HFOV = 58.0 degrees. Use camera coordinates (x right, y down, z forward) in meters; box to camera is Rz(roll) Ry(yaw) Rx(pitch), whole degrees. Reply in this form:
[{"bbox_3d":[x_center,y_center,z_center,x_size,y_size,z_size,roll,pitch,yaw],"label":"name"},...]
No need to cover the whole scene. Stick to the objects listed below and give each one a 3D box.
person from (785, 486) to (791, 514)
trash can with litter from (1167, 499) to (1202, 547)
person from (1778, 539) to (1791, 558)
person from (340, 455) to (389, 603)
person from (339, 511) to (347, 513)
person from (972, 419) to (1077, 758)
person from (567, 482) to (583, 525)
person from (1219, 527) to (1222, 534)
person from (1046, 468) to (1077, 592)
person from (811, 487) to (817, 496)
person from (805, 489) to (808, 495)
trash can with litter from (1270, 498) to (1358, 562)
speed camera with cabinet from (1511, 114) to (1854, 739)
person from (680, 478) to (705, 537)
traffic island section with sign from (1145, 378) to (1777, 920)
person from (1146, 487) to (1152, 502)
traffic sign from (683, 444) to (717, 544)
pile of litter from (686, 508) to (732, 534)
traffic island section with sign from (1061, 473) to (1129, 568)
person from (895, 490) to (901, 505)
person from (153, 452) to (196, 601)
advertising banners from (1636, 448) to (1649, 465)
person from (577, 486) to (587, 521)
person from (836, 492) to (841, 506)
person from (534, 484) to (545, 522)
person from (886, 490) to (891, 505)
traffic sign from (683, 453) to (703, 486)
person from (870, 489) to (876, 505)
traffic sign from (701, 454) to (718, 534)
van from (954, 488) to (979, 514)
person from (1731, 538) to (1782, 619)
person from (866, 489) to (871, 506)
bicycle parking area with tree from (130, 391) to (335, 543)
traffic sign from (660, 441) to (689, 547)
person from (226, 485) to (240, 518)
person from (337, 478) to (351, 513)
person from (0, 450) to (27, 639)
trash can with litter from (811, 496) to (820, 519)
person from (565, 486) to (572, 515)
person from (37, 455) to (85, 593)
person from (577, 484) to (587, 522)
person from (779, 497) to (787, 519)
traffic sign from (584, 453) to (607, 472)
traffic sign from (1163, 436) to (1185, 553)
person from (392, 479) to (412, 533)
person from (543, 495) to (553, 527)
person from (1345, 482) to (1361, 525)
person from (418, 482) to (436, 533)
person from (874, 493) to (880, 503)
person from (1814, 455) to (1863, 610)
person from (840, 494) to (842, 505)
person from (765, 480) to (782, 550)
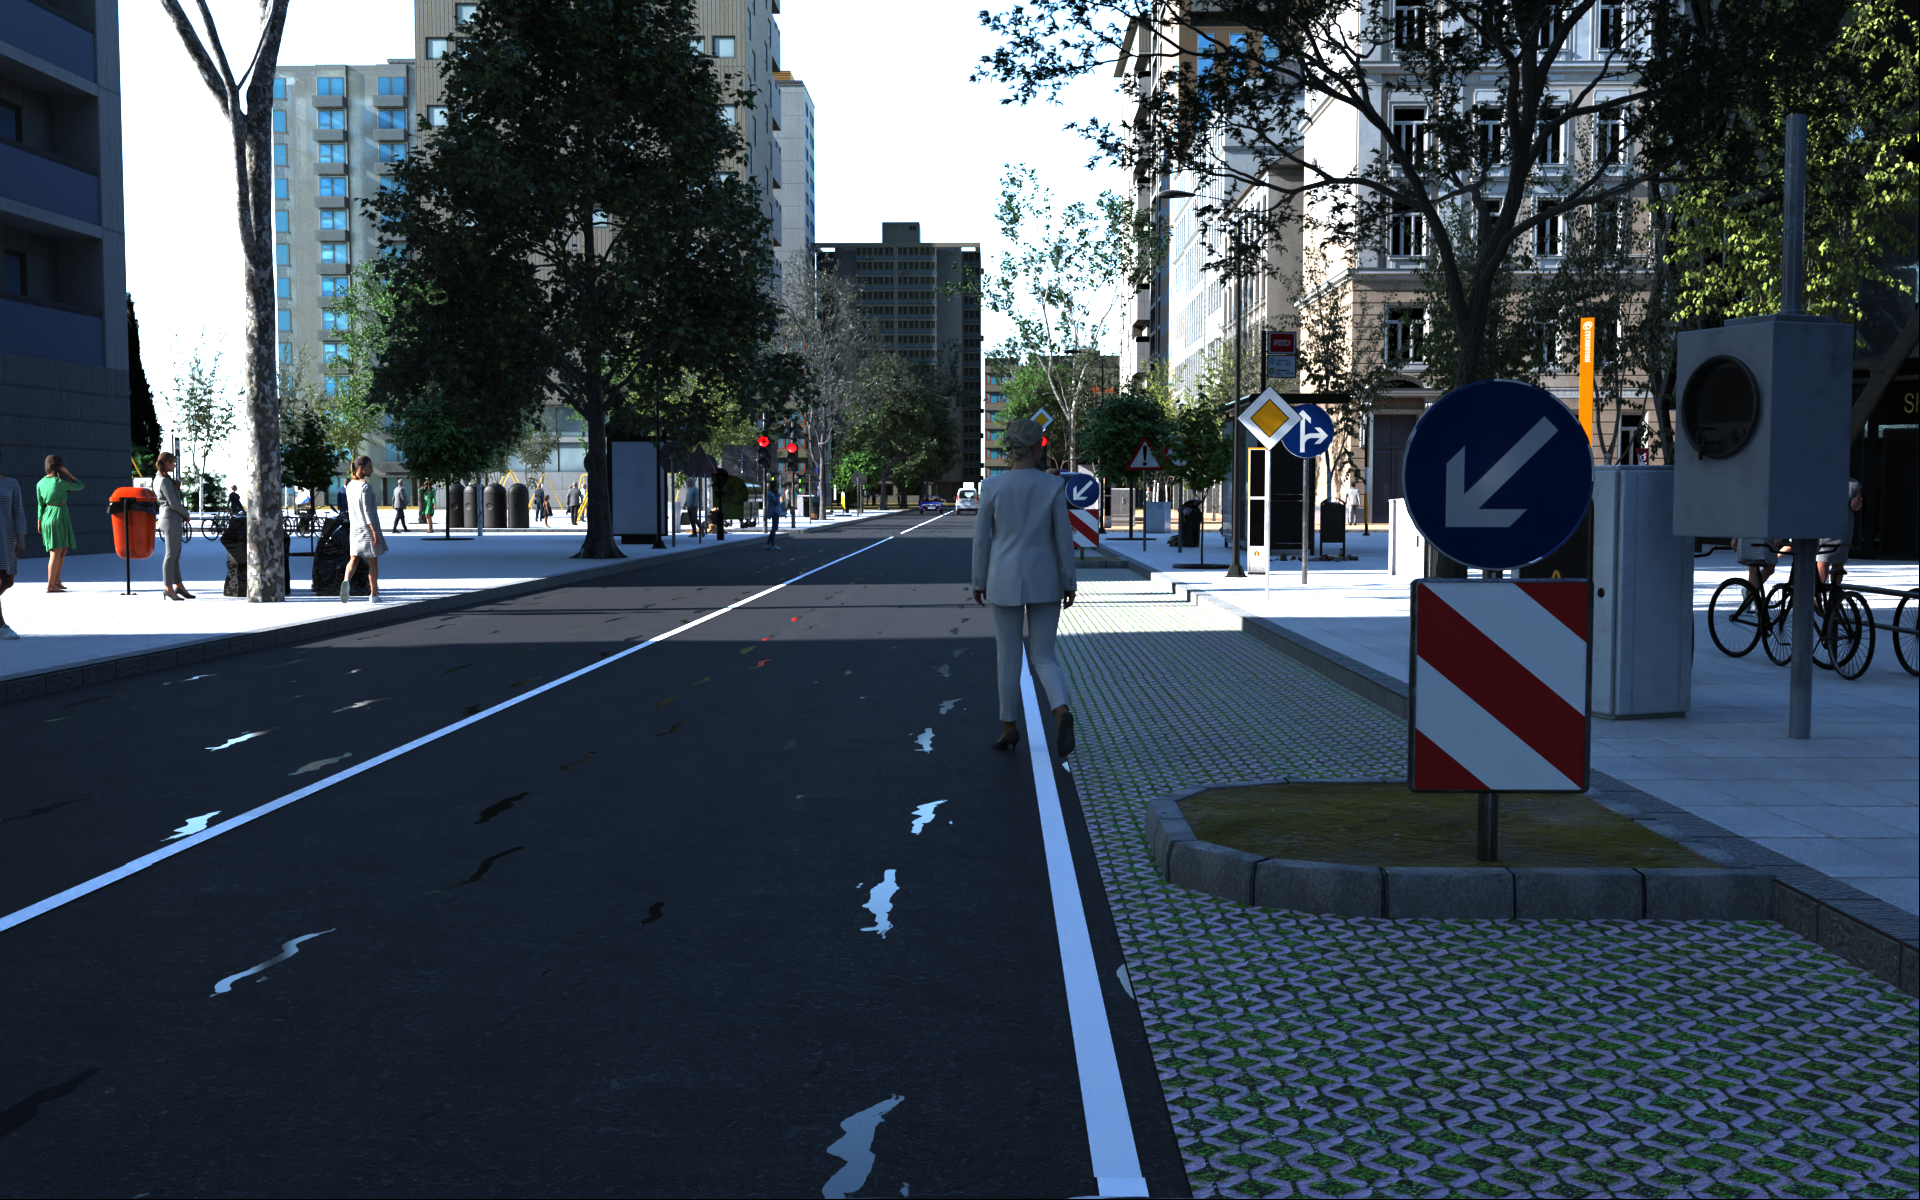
[{"bbox_3d":[-10.945,-6.416,111.053,0.767,1.812,0.694,-2,4,-24],"label":"person"},{"bbox_3d":[5.401,-1.872,41.996,0.624,1.170,1.055,-2,4,-31],"label":"trash can with litter"},{"bbox_3d":[12.811,-1.217,26.685,0.760,1.731,0.466,2,4,30],"label":"person"},{"bbox_3d":[-6.980,-0.822,20.241,0.466,1.731,0.760,0,4,5],"label":"person"},{"bbox_3d":[-23.927,-3.753,67.756,0.694,1.780,0.624,0,4,-4],"label":"person"},{"bbox_3d":[0.373,-0.065,9.435,0.514,1.842,0.818,-1,4,-19],"label":"person"},{"bbox_3d":[-15.869,-3.973,71.397,0.661,1.777,0.834,-1,4,-8],"label":"person"},{"bbox_3d":[8.524,-2.972,54.658,0.654,1.822,0.581,3,4,36],"label":"person"},{"bbox_3d":[1.241,-0.957,24.426,0.850,1.792,0.678,0,4,8],"label":"person"},{"bbox_3d":[-9.996,-6.894,119.310,0.519,1.759,0.362,0,4,-2],"label":"person"},{"bbox_3d":[-15.053,-9.990,169.377,0.705,1.824,1.348,1,4,15],"label":"person"},{"bbox_3d":[6.804,-1.371,33.469,2.233,1.210,1.678,-1,4,-18],"label":"trash can with litter"},{"bbox_3d":[3.961,-0.941,9.726,0.660,3.252,2.038,-1,4,-20],"label":"speed camera with cabinet"},{"bbox_3d":[-7.971,-2.753,51.546,0.515,1.767,0.782,-3,5,-43],"label":"person"},{"bbox_3d":[1.760,0.115,6.745,1.989,1.847,2.006,0,4,1],"label":"traffic island section with sign"},{"bbox_3d":[13.590,-7.256,125.028,0.694,1.780,0.624,0,4,-3],"label":"person"},{"bbox_3d":[-6.725,-2.738,44.772,0.884,2.594,0.081,0,4,2],"label":"traffic sign"},{"bbox_3d":[-8.171,-2.585,56.237,1.176,0.858,1.719,-3,5,-39],"label":"pile of litter"},{"bbox_3d":[2.268,-1.558,34.098,1.989,1.847,2.006,0,4,1],"label":"traffic island section with sign"},{"bbox_3d":[-7.264,-12.059,203.912,0.721,1.736,1.217,-3,5,-40],"label":"person"},{"bbox_3d":[-9.453,-0.895,20.949,0.520,1.790,0.573,3,4,38],"label":"person"},{"bbox_3d":[26.616,-4.255,65.754,2.074,3.025,0.090,0,4,-5],"label":"advertising banners"},{"bbox_3d":[-17.826,-4.623,81.850,0.699,1.804,1.509,3,4,36],"label":"person"},{"bbox_3d":[-13.013,-10.990,185.868,0.705,1.807,1.348,1,4,23],"label":"person"},{"bbox_3d":[-19.545,-4.533,80.580,0.576,1.772,0.534,-1,4,-11],"label":"person"},{"bbox_3d":[-8.922,-12.432,209.830,1.217,1.766,0.721,1,4,11],"label":"person"},{"bbox_3d":[-8.164,-3.244,53.152,0.768,2.556,0.104,0,4,5],"label":"traffic sign"},{"bbox_3d":[-10.134,-11.977,201.883,0.705,1.823,1.348,-3,4,-37],"label":"person"},{"bbox_3d":[-8.061,-3.352,54.912,0.768,2.556,0.104,0,4,7],"label":"traffic sign"},{"bbox_3d":[0.560,-7.145,123.832,2.013,2.044,4.112,0,4,1],"label":"van"},{"bbox_3d":[8.269,-0.685,17.991,0.466,1.731,0.760,0,4,-1],"label":"person"},{"bbox_3d":[-9.939,-11.200,189.032,0.599,1.838,0.709,0,4,-6],"label":"person"},{"bbox_3d":[-21.877,-3.852,49.986,9.016,4.147,8.231,3,5,40],"label":"bicycle parking area with tree"},{"bbox_3d":[-6.947,-2.559,41.946,0.768,2.556,0.104,1,4,10],"label":"traffic sign"},{"bbox_3d":[-26.369,-3.295,62.800,0.534,1.772,0.576,-1,4,-13],"label":"person"},{"bbox_3d":[-19.907,-3.053,56.139,0.721,1.800,0.419,-2,4,-23],"label":"person"},{"bbox_3d":[-8.650,-0.528,15.430,0.760,1.731,0.466,2,4,25],"label":"person"},{"bbox_3d":[-7.419,-4.767,89.319,0.624,1.170,1.055,0,4,3],"label":"trash can with litter"},{"bbox_3d":[-23.662,-6.039,105.202,0.576,1.772,0.534,2,4,34],"label":"person"},{"bbox_3d":[-11.867,-1.004,22.708,0.600,1.795,0.529,0,4,6],"label":"person"},{"bbox_3d":[-17.291,-4.465,79.528,0.515,1.767,0.782,-3,5,-40],"label":"person"},{"bbox_3d":[-9.437,-4.824,90.407,0.738,1.151,1.012,2,4,31],"label":"person"},{"bbox_3d":[-10.374,-3.016,49.421,0.768,2.556,0.104,1,4,8],"label":"traffic sign"},{"bbox_3d":[4.828,-2.313,37.924,0.768,2.556,0.104,1,4,11],"label":"traffic sign"},{"bbox_3d":[-18.450,-3.111,57.311,0.661,1.777,0.834,3,4,37],"label":"person"},{"bbox_3d":[-15.941,-3.443,67.006,0.373,1.253,0.362,0,4,-1],"label":"person"},{"bbox_3d":[16.063,-3.946,70.829,0.678,1.792,0.850,1,4,17],"label":"person"},{"bbox_3d":[-17.557,-3.122,57.331,0.600,1.795,0.529,1,4,14],"label":"person"},{"bbox_3d":[-10.288,-12.497,213.549,0.628,1.438,0.799,1,4,18],"label":"person"},{"bbox_3d":[9.596,-0.780,19.148,0.716,1.782,0.532,1,4,13],"label":"person"},{"bbox_3d":[-13.899,-12.036,202.975,0.705,1.807,1.348,-2,4,-35],"label":"person"},{"bbox_3d":[-4.832,-2.202,44.767,0.793,1.790,0.793,-3,4,-38],"label":"person"}]
